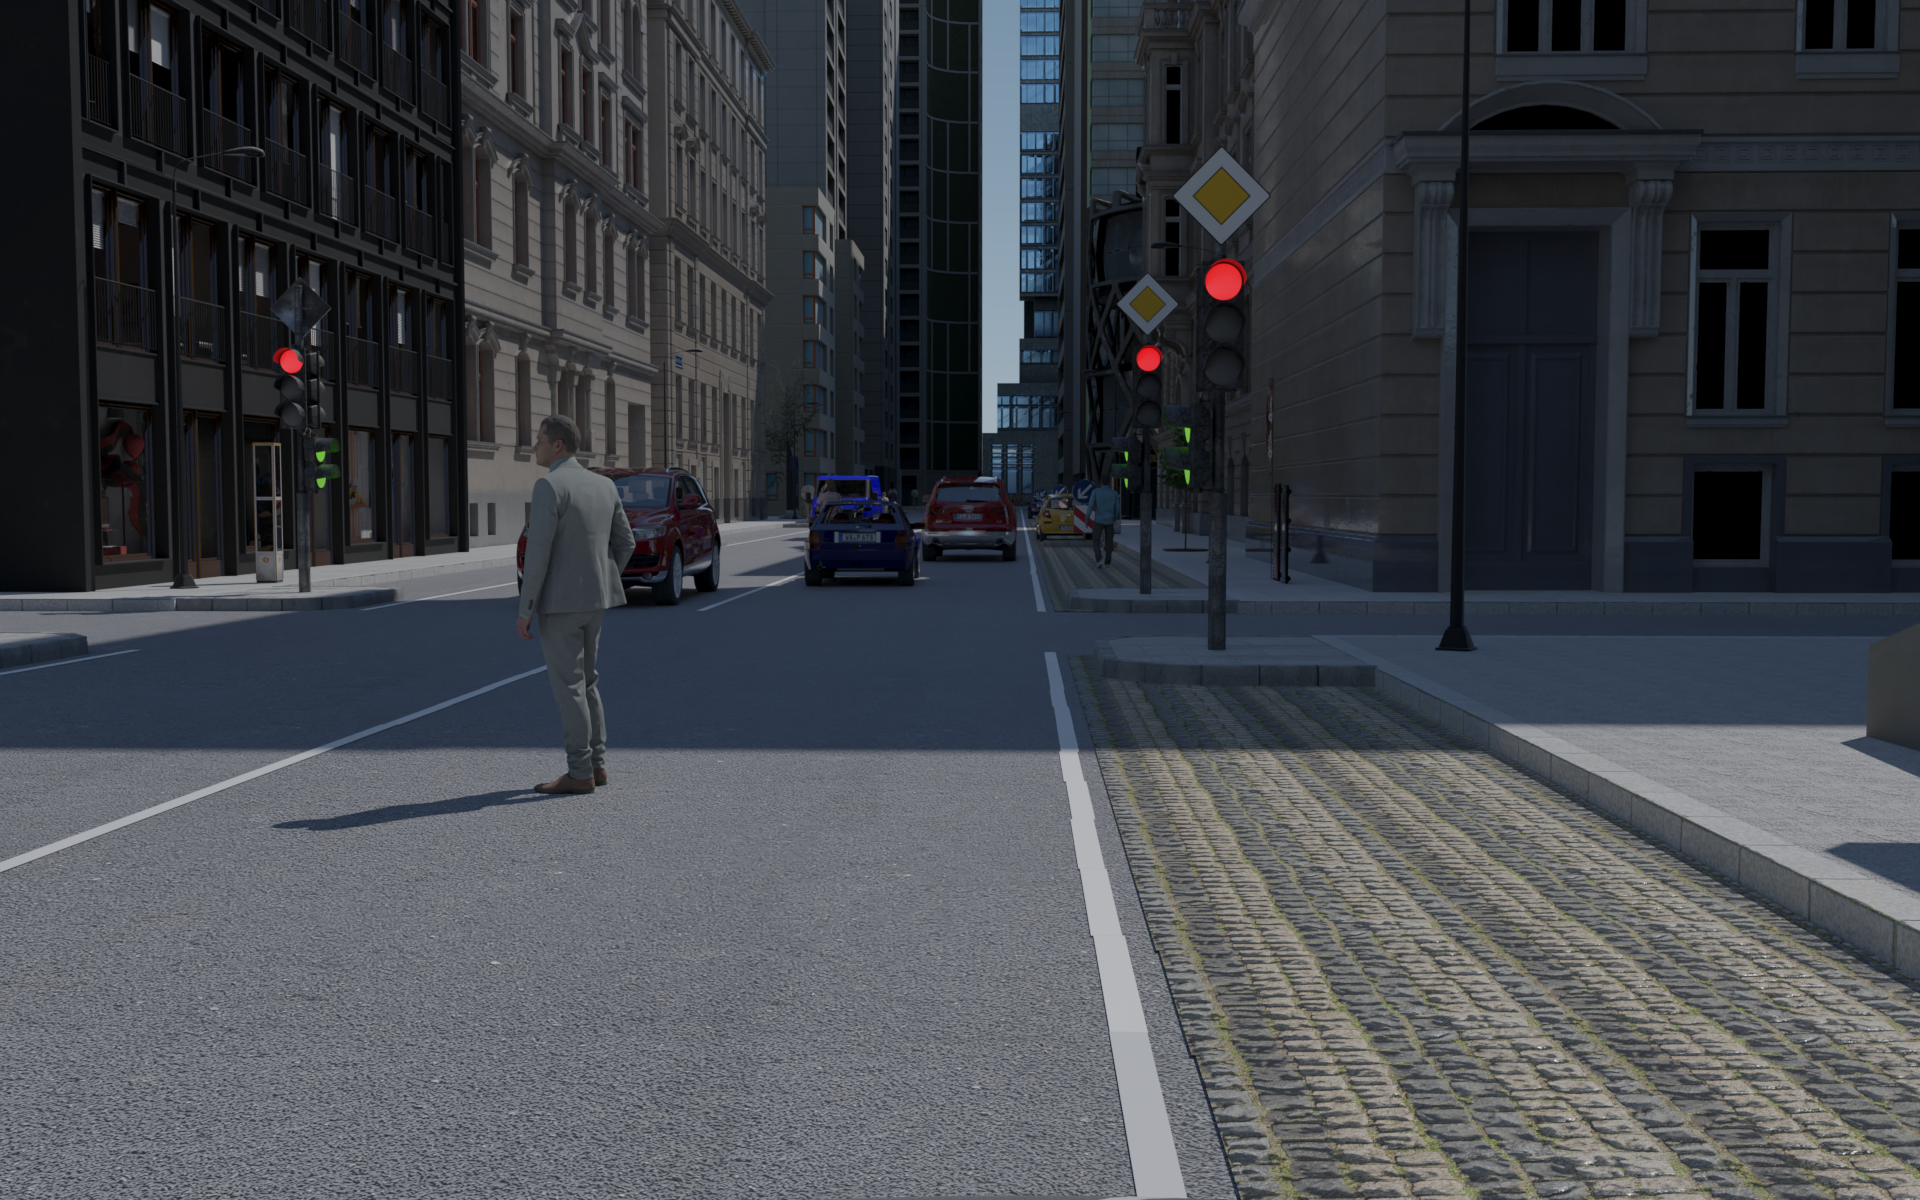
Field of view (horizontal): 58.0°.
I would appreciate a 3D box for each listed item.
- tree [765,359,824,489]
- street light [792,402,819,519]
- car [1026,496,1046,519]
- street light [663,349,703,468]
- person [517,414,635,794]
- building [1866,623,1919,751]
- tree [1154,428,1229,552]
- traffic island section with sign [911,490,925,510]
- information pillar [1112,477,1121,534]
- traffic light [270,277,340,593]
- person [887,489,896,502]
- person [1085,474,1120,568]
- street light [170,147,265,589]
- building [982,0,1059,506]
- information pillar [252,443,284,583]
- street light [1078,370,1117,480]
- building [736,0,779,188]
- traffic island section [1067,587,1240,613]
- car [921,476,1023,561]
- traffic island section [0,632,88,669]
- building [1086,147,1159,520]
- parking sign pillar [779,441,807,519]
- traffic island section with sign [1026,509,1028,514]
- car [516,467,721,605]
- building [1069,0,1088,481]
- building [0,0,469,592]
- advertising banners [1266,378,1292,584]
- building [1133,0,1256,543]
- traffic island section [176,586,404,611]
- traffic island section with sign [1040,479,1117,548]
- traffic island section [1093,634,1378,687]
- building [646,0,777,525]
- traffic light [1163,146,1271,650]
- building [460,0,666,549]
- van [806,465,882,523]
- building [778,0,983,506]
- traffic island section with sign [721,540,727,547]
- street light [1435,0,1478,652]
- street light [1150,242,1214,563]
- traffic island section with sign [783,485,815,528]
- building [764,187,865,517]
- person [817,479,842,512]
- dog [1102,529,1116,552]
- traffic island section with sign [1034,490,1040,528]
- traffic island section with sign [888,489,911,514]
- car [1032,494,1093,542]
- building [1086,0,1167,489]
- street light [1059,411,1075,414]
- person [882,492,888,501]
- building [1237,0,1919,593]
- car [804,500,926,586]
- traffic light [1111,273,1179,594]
[{"bbox_3d":[-9.404,-8.697,92.562,4.360,8.622,3.978,0,3,0],"label":"tree"},{"bbox_3d":[-7.829,-7.033,87.533,1.470,5.913,1.316,0,4,2],"label":"street light"},{"bbox_3d":[4.808,-5.390,100.706,1.945,1.354,3.894,0,4,1],"label":"car"},{"bbox_3d":[-8.900,-5.070,55.443,1.470,5.913,1.316,0,4,2],"label":"street light"},{"bbox_3d":[-1.863,0.016,8.338,0.391,1.810,0.635,1,4,19],"label":"person"},{"bbox_3d":[20.668,-18.875,0.492,32.217,40.220,23.993,0,4,2],"label":"building"},{"bbox_3d":[5.209,-2.710,38.910,1.663,3.219,1.824,0,3,0],"label":"tree"},{"bbox_3d":[-3.912,-8.781,152.192,1.989,1.847,2.006,0,4,2],"label":"traffic island section with sign"},{"bbox_3d":[5.003,-3.117,55.459,0.304,2.012,0.304,0,4,3],"label":"information pillar"},{"bbox_3d":[-8.539,-2.054,22.501,0.839,4.253,0.868,0,4,2],"label":"traffic light"},{"bbox_3d":[-4.273,-5.986,106.824,0.568,1.767,0.683,3,4,38],"label":"person"},{"bbox_3d":[2.758,-1.519,33.349,0.660,1.820,0.620,-1,4,-10],"label":"person"},{"bbox_3d":[-10.008,-3.108,23.355,1.470,5.913,1.316,0,4,2],"label":"street light"},{"bbox_3d":[18.216,-53.673,190.232,31.000,86.520,22.319,0,4,2],"label":"building"},{"bbox_3d":[-9.983,-1.254,24.997,0.304,2.012,0.304,0,4,-3],"label":"information pillar"},{"bbox_3d":[5.272,-5.642,64.792,1.470,5.913,1.316,0,4,2],"label":"street light"},{"bbox_3d":[-16.498,-44.220,161.241,20.611,71.187,20.563,0,4,2],"label":"building"},{"bbox_3d":[2.406,0.001,22.266,2.009,0.180,2.903,0,4,2],"label":"traffic island section"},{"bbox_3d":[0.251,-1.827,38.550,2.281,1.827,5.304,0,4,2],"label":"car"},{"bbox_3d":[-8.846,0.466,14.657,2.009,0.180,2.903,0,4,2],"label":"traffic island section"},{"bbox_3d":[14.847,-13.526,88.597,16.820,18.784,16.811,0,4,2],"label":"building"},{"bbox_3d":[-8.613,-6.153,89.080,1.447,3.967,1.447,0,4,5],"label":"parking sign pillar"},{"bbox_3d":[5.823,-7.054,123.964,1.989,1.847,2.006,0,4,2],"label":"traffic island section with sign"},{"bbox_3d":[-4.610,-0.937,23.986,2.281,1.827,5.304,0,4,1],"label":"car"},{"bbox_3d":[15.109,-28.811,121.170,14.600,45.320,14.200,0,4,2],"label":"building"},{"bbox_3d":[-17.280,-12.250,29.971,12.332,23.373,15.834,0,4,2],"label":"building"},{"bbox_3d":[4.694,-1.798,25.581,0.090,3.025,2.074,0,4,2],"label":"advertising banners"},{"bbox_3d":[13.004,-14.526,56.591,14.460,24.649,34.723,0,4,2],"label":"building"},{"bbox_3d":[-8.579,-0.022,22.637,2.009,0.180,2.903,0,4,2],"label":"traffic island section"},{"bbox_3d":[3.245,-2.345,46.972,1.989,1.847,2.006,0,4,2],"label":"traffic island section with sign"},{"bbox_3d":[2.139,0.489,14.286,2.009,0.180,2.903,0,4,2],"label":"traffic island section"},{"bbox_3d":[-15.696,-16.937,74.180,12.463,27.353,25.104,0,4,2],"label":"building"},{"bbox_3d":[2.099,-1.544,14.173,0.839,4.253,0.868,0,4,2],"label":"traffic light"},{"bbox_3d":[-17.398,-16.048,49.779,14.401,28.519,23.554,0,4,2],"label":"building"},{"bbox_3d":[-3.603,-3.115,55.313,2.240,2.365,5.245,0,4,2],"label":"van"},{"bbox_3d":[-7.943,-46.021,190.692,20.611,71.187,20.563,0,4,2],"label":"building"},{"bbox_3d":[-7.429,-2.360,47.216,1.989,1.847,2.006,0,4,2],"label":"traffic island section with sign"},{"bbox_3d":[3.549,-2.543,14.112,1.470,5.913,1.316,0,4,2],"label":"street light"},{"bbox_3d":[4.200,-3.638,32.027,1.470,5.913,1.316,0,4,2],"label":"street light"},{"bbox_3d":[-6.516,-4.030,74.510,1.989,1.847,2.006,0,4,2],"label":"traffic island section with sign"},{"bbox_3d":[-21.299,-16.372,112.730,27.650,21.520,28.899,0,4,2],"label":"building"},{"bbox_3d":[-2.617,-1.642,35.944,0.593,1.750,0.643,-2,4,-28],"label":"person"},{"bbox_3d":[3.608,-1.605,43.083,0.513,0.831,0.800,2,4,33],"label":"dog"},{"bbox_3d":[4.139,-3.993,73.912,1.989,1.847,2.006,0,4,2],"label":"traffic island section with sign"},{"bbox_3d":[-4.815,-7.126,125.142,1.989,1.847,2.006,0,4,2],"label":"traffic island section with sign"},{"bbox_3d":[3.230,-2.628,53.197,2.015,1.641,3.980,0,4,0],"label":"car"},{"bbox_3d":[14.790,-25.875,106.649,14.154,41.232,14.086,0,4,2],"label":"building"},{"bbox_3d":[6.233,-7.625,97.213,1.470,5.913,1.316,0,4,2],"label":"street light"},{"bbox_3d":[-3.541,-4.172,79.316,0.503,1.515,0.523,-2,4,-34],"label":"person"},{"bbox_3d":[15.313,-14.784,27.631,20.117,28.700,13.634,0,4,2],"label":"building"},{"bbox_3d":[-1.550,-0.964,28.336,1.945,1.354,3.894,0,4,1],"label":"car"},{"bbox_3d":[2.366,-2.033,22.154,0.839,4.253,0.868,0,4,2],"label":"traffic light"}]
